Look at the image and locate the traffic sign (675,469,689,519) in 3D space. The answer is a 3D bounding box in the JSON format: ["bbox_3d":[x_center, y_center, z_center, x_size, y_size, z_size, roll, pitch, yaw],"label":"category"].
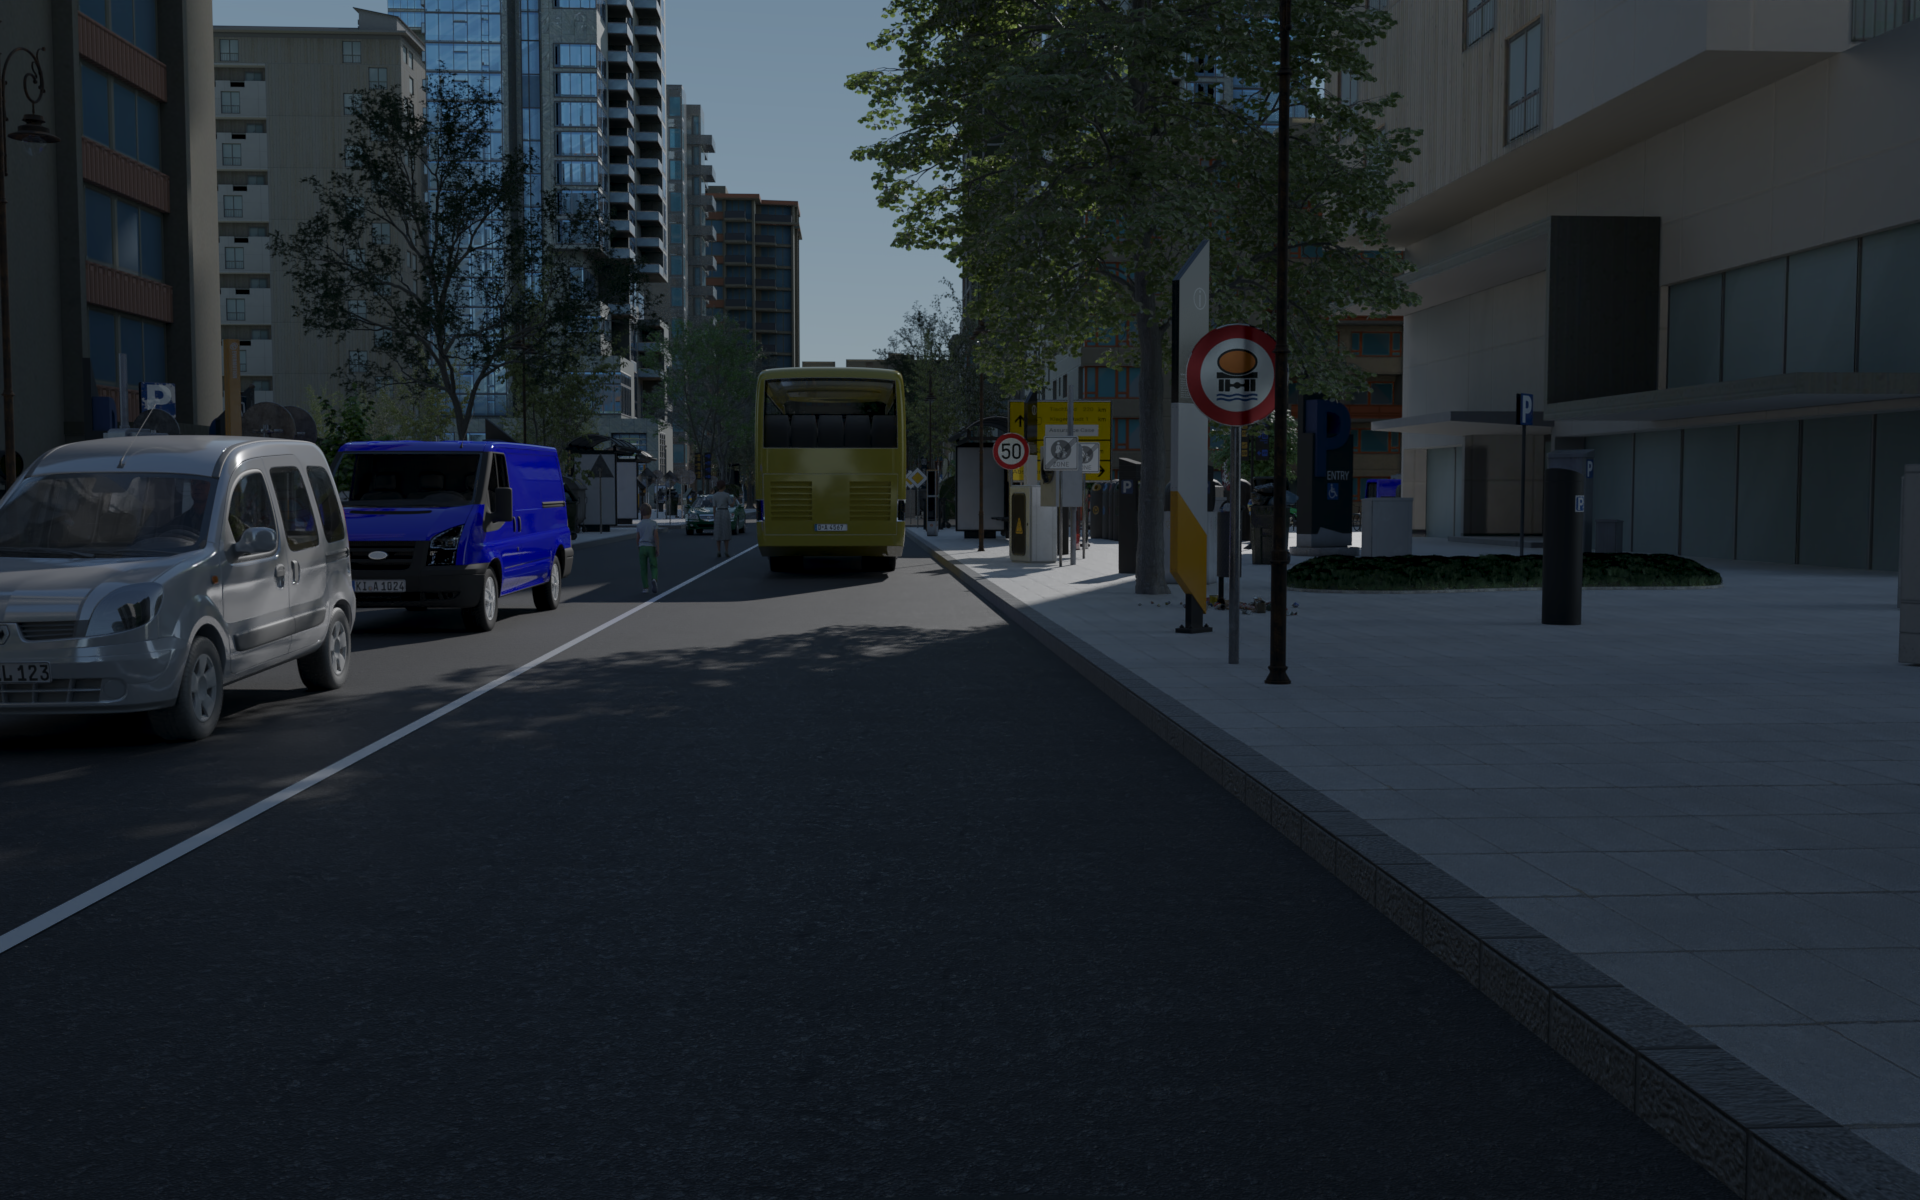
[{"bbox_3d":[-14.131,-5.376,88.010,0.768,2.556,0.104,0,4,-3],"label":"traffic sign"}]

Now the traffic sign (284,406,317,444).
[{"bbox_3d":[-9.661,-1.524,25.018,0.768,2.556,0.104,0,4,1],"label":"traffic sign"}]

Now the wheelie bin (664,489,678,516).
[{"bbox_3d":[-17.237,-5.859,103.703,0.693,1.594,0.980,3,4,38],"label":"wheelie bin"}]

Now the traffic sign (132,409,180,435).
[{"bbox_3d":[-12.015,-1.576,25.874,0.768,2.556,0.104,0,4,5],"label":"traffic sign"}]

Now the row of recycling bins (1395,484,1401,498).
[{"bbox_3d":[16.717,-3.412,62.901,1.069,1.692,3.534,3,4,36],"label":"row of recycling bins"}]

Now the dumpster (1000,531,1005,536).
[{"bbox_3d":[0.880,-2.818,51.826,1.264,1.857,1.865,0,4,-3],"label":"dumpster"}]

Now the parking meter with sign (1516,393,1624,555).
[{"bbox_3d":[10.431,-2.039,29.605,1.738,3.016,0.543,3,5,40],"label":"parking meter with sign"}]

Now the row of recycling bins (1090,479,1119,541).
[{"bbox_3d":[4.462,-2.539,48.629,1.069,1.692,3.534,-1,4,-9],"label":"row of recycling bins"}]

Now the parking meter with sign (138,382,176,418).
[{"bbox_3d":[-13.200,-1.921,27.671,1.738,3.016,0.543,3,4,38],"label":"parking meter with sign"}]

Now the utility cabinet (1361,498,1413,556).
[{"bbox_3d":[7.802,-1.254,31.672,1.020,1.237,0.306,-2,4,-30],"label":"utility cabinet"}]

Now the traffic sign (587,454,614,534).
[{"bbox_3d":[-11.603,-3.420,55.921,0.884,2.594,0.081,0,4,3],"label":"traffic sign"}]

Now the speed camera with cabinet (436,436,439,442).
[{"bbox_3d":[-17.782,-3.939,58.745,0.660,3.252,2.038,0,4,5],"label":"speed camera with cabinet"}]

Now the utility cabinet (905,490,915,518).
[{"bbox_3d":[-2.947,-5.147,92.837,1.173,1.500,0.318,-3,5,-42],"label":"utility cabinet"}]

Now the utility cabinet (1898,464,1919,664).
[{"bbox_3d":[7.455,-0.234,12.507,0.318,1.500,1.173,-2,4,-29],"label":"utility cabinet"}]

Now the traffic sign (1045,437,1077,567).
[{"bbox_3d":[1.777,-1.738,30.544,0.606,2.300,0.079,0,4,2],"label":"traffic sign"}]

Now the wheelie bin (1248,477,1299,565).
[{"bbox_3d":[5.673,-1.445,31.526,0.980,1.594,0.693,2,4,25],"label":"wheelie bin"}]

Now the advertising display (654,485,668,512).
[{"bbox_3d":[-21.437,-7.274,124.137,0.974,1.923,0.123,0,4,-7],"label":"advertising display"}]

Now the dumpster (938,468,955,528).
[{"bbox_3d":[-0.079,-3.839,65.259,1.502,2.255,1.985,0,4,-4],"label":"dumpster"}]

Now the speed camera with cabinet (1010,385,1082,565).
[{"bbox_3d":[1.573,-2.306,32.045,0.660,3.252,2.038,-1,4,-22],"label":"speed camera with cabinet"}]

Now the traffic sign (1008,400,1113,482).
[{"bbox_3d":[2.161,-2.665,37.447,2.265,3.308,0.079,0,4,-2],"label":"traffic sign"}]

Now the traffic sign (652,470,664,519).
[{"bbox_3d":[-15.889,-5.551,90.864,0.768,2.556,0.104,0,4,1],"label":"traffic sign"}]

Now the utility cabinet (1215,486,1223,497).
[{"bbox_3d":[6.339,-2.250,45.471,1.173,1.500,0.318,-2,4,-25],"label":"utility cabinet"}]

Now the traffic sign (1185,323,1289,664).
[{"bbox_3d":[2.072,-0.790,13.029,0.768,2.556,0.104,0,4,4],"label":"traffic sign"}]

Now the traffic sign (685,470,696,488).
[{"bbox_3d":[-14.300,-5.572,91.202,0.768,2.556,0.104,0,4,2],"label":"traffic sign"}]

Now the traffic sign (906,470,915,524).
[{"bbox_3d":[-2.082,-4.255,73.206,0.795,2.450,0.064,0,4,-3],"label":"traffic sign"}]

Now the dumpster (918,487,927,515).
[{"bbox_3d":[-1.955,-6.121,105.832,1.264,1.857,1.865,0,4,-3],"label":"dumpster"}]

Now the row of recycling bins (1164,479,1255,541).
[{"bbox_3d":[7.274,-2.499,47.967,3.534,1.692,1.069,2,4,32],"label":"row of recycling bins"}]

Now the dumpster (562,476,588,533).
[{"bbox_3d":[-13.009,-3.133,56.985,1.264,1.857,1.865,0,4,-4],"label":"dumpster"}]

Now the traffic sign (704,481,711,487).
[{"bbox_3d":[-17.872,-7.558,123.674,0.768,2.556,0.104,0,4,6],"label":"traffic sign"}]

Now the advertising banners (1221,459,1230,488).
[{"bbox_3d":[12.007,-4.795,74.590,0.090,3.025,2.074,-3,5,-42],"label":"advertising banners"}]

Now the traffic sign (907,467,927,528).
[{"bbox_3d":[-1.594,-3.767,65.236,0.795,2.450,0.064,0,4,-3],"label":"traffic sign"}]

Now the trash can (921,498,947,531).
[{"bbox_3d":[-0.958,-2.923,59.444,0.748,1.137,0.748,0,3,0],"label":"trash can"}]

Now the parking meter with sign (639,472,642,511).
[{"bbox_3d":[-25.049,-8.447,134.375,0.543,3.016,1.738,2,4,25],"label":"parking meter with sign"}]

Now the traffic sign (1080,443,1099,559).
[{"bbox_3d":[2.452,-1.966,34.273,0.606,2.300,0.079,0,4,2],"label":"traffic sign"}]

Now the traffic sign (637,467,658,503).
[{"bbox_3d":[-11.671,-3.731,64.641,0.795,2.450,0.064,0,4,-3],"label":"traffic sign"}]

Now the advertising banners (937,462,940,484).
[{"bbox_3d":[-1.006,-5.891,92.509,0.090,3.025,2.074,-1,4,-10],"label":"advertising banners"}]

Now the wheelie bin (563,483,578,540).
[{"bbox_3d":[-11.051,-2.470,48.299,0.693,1.594,0.980,-2,4,-27],"label":"wheelie bin"}]

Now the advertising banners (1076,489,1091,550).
[{"bbox_3d":[2.683,-2.653,39.556,0.090,3.025,2.074,1,4,19],"label":"advertising banners"}]

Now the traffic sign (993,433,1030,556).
[{"bbox_3d":[1.063,-2.196,36.009,0.768,2.556,0.104,0,4,1],"label":"traffic sign"}]

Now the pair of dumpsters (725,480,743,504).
[{"bbox_3d":[-16.133,-7.292,121.711,1.574,2.255,4.437,0,4,-3],"label":"pair of dumpsters"}]

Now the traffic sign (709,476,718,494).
[{"bbox_3d":[-17.321,-7.421,121.433,0.768,2.556,0.104,0,4,6],"label":"traffic sign"}]

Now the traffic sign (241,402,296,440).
[{"bbox_3d":[-9.551,-1.455,23.900,0.768,2.556,0.104,0,4,-2],"label":"traffic sign"}]

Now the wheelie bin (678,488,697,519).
[{"bbox_3d":[-14.085,-5.049,90.462,0.693,1.594,0.980,-2,4,-28],"label":"wheelie bin"}]

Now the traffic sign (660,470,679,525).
[{"bbox_3d":[-12.159,-4.218,72.612,0.795,2.450,0.064,0,4,-3],"label":"traffic sign"}]

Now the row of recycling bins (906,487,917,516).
[{"bbox_3d":[-3.136,-5.910,103.734,1.069,1.692,3.534,0,4,-5],"label":"row of recycling bins"}]

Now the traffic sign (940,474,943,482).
[{"bbox_3d":[-1.337,-6.560,107.357,0.768,2.556,0.104,0,4,-3],"label":"traffic sign"}]
